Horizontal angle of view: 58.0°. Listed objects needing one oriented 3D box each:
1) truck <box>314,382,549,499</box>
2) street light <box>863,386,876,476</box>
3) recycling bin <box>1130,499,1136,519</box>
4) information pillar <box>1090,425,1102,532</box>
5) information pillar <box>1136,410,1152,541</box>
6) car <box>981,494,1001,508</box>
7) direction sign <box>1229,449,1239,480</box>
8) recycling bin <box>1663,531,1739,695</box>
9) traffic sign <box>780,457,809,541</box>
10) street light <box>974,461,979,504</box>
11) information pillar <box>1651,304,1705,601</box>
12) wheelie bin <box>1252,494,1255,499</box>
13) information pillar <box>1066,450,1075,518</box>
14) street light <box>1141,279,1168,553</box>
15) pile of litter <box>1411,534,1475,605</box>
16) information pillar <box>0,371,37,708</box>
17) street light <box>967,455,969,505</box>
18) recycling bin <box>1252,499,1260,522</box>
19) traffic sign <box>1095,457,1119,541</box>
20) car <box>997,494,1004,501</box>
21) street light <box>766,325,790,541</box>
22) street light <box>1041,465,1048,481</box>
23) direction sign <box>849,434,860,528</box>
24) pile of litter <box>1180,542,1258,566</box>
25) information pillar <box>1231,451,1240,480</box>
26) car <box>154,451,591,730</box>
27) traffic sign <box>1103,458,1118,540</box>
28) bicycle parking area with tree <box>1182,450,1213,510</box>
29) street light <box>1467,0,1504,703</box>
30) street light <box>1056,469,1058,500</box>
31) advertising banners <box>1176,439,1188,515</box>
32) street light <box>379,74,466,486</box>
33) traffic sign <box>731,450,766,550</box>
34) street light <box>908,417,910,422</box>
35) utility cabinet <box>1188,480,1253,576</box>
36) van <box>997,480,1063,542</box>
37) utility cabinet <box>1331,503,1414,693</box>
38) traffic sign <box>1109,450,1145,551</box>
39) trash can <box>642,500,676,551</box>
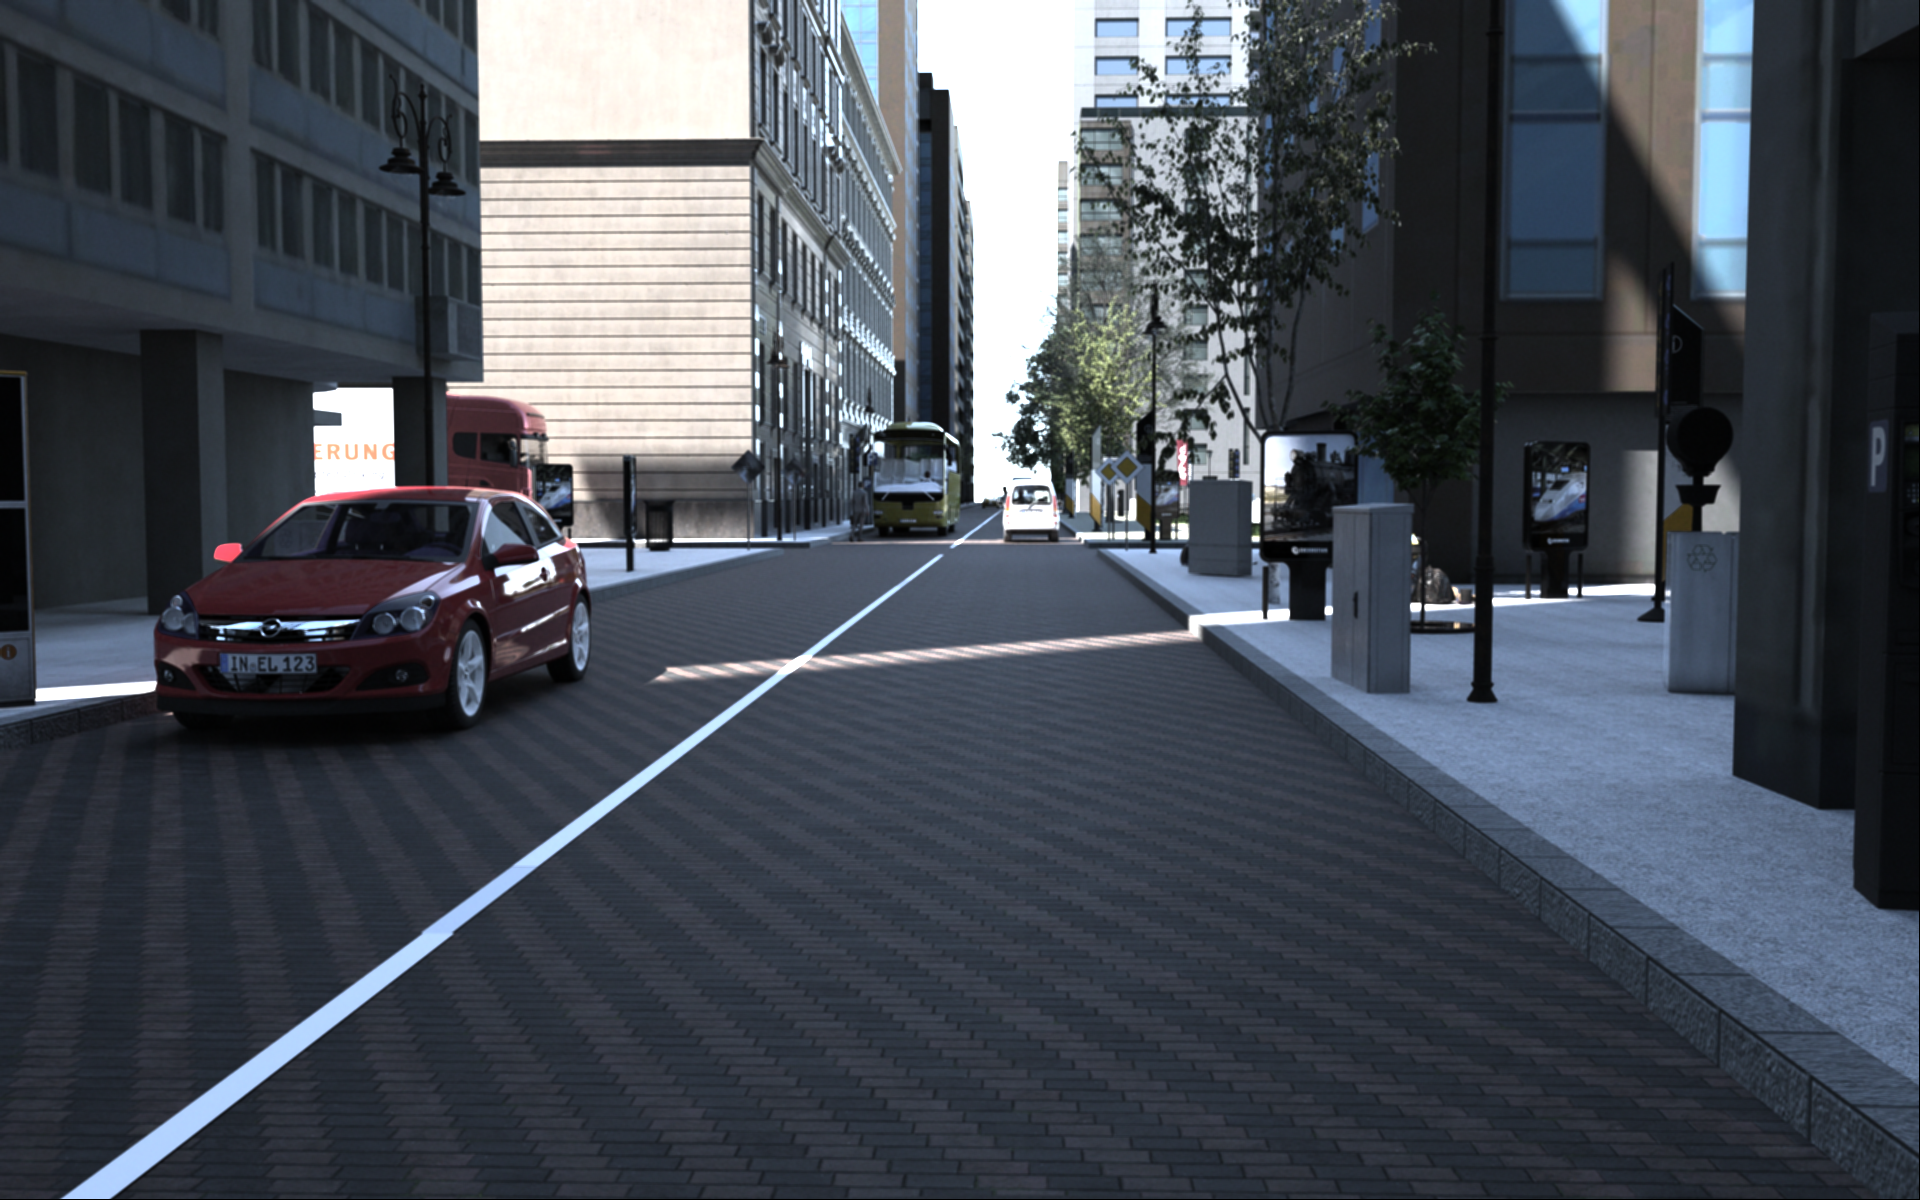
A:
[{"bbox_3d":[-15.424,-3.338,43.494,11.283,4.237,2.839,0,4,1],"label":"truck"},{"bbox_3d":[-3.890,-6.225,74.569,0.468,5.910,1.993,0,4,2],"label":"street light"},{"bbox_3d":[9.186,-4.679,89.051,0.722,1.027,0.722,-1,4,-13],"label":"recycling bin"},{"bbox_3d":[4.625,-4.138,59.008,0.183,3.616,0.504,3,5,45],"label":"information pillar"},{"bbox_3d":[5.077,-3.428,47.396,0.504,3.616,0.183,1,4,9],"label":"information pillar"},{"bbox_3d":[3.125,-10.105,175.442,2.015,1.641,3.980,0,4,2],"label":"car"},{"bbox_3d":[13.737,-5.810,86.993,0.379,3.537,0.876,3,5,41],"label":"direction sign"},{"bbox_3d":[5.030,0.073,11.365,0.722,1.027,0.722,1,4,19],"label":"recycling bin"},{"bbox_3d":[-4.530,-2.679,47.446,0.795,2.450,0.064,0,4,2],"label":"traffic sign"},{"bbox_3d":[1.942,-16.023,234.757,0.468,5.910,1.993,0,4,2],"label":"street light"},{"bbox_3d":[8.557,-1.789,20.603,0.183,3.616,0.504,-3,5,-45],"label":"information pillar"},{"bbox_3d":[11.119,-3.688,68.209,0.980,1.594,0.693,1,4,13],"label":"wheelie bin"},{"bbox_3d":[5.897,-6.206,92.822,0.504,3.616,0.183,2,4,32],"label":"information pillar"},{"bbox_3d":[4.195,-3.957,37.487,0.468,5.910,1.993,0,4,2],"label":"street light"},{"bbox_3d":[5.437,-0.408,20.631,1.176,0.858,1.719,-2,4,-31],"label":"pile of litter"},{"bbox_3d":[-5.805,-0.364,10.439,0.304,2.012,0.304,3,5,45],"label":"information pillar"},{"bbox_3d":[0.897,-14.350,207.404,0.468,5.910,1.993,0,4,2],"label":"street light"},{"bbox_3d":[10.719,-3.114,63.473,0.722,1.027,0.722,1,4,10],"label":"recycling bin"},{"bbox_3d":[4.058,-2.659,47.113,0.795,2.450,0.064,0,4,2],"label":"traffic sign"},{"bbox_3d":[6.704,-16.023,270.778,1.959,1.807,4.718,0,4,1],"label":"car"},{"bbox_3d":[-4.980,-4.578,47.633,0.468,5.910,1.993,0,4,2],"label":"street light"},{"bbox_3d":[11.007,-15.538,226.830,0.468,5.910,1.993,0,4,2],"label":"street light"},{"bbox_3d":[-3.970,-4.481,65.260,0.379,3.537,0.876,1,4,20],"label":"direction sign"},{"bbox_3d":[4.693,-1.059,31.286,1.719,0.858,1.176,-2,4,-25],"label":"pile of litter"},{"bbox_3d":[15.004,-6.302,94.397,0.504,3.616,0.183,-1,4,-10],"label":"information pillar"},{"bbox_3d":[-3.829,-0.174,11.888,2.155,1.783,4.494,0,4,2],"label":"car"},{"bbox_3d":[4.302,-2.839,48.543,0.606,2.300,0.079,0,4,8],"label":"traffic sign"},{"bbox_3d":[18.959,-7.784,114.274,8.231,4.147,9.016,0,4,3],"label":"bicycle parking area with tree"},{"bbox_3d":[3.233,-2.309,10.546,0.468,5.910,1.993,0,4,2],"label":"street light"},{"bbox_3d":[8.032,-10.453,143.701,0.468,5.910,1.993,0,4,2],"label":"street light"},{"bbox_3d":[7.509,-3.557,54.341,0.090,3.025,2.074,-3,4,-37],"label":"advertising banners"},{"bbox_3d":[-6.053,-2.868,19.678,0.468,5.910,1.993,0,4,2],"label":"street light"},{"bbox_3d":[-4.820,-2.191,39.466,0.795,2.450,0.064,0,4,2],"label":"traffic sign"},{"bbox_3d":[-3.001,-7.904,102.015,0.468,5.910,1.993,0,4,2],"label":"street light"},{"bbox_3d":[4.094,-1.134,27.221,0.318,1.500,1.173,-2,4,-32],"label":"utility cabinet"},{"bbox_3d":[2.145,-2.792,52.662,2.013,2.044,4.112,0,4,1],"label":"van"},{"bbox_3d":[2.744,-0.028,11.618,0.306,1.237,1.020,0,4,-1],"label":"utility cabinet"},{"bbox_3d":[3.767,-2.171,39.134,0.795,2.450,0.064,0,4,2],"label":"traffic sign"},{"bbox_3d":[-6.787,-1.679,39.104,0.748,1.137,0.748,0,3,0],"label":"trash can"}]
